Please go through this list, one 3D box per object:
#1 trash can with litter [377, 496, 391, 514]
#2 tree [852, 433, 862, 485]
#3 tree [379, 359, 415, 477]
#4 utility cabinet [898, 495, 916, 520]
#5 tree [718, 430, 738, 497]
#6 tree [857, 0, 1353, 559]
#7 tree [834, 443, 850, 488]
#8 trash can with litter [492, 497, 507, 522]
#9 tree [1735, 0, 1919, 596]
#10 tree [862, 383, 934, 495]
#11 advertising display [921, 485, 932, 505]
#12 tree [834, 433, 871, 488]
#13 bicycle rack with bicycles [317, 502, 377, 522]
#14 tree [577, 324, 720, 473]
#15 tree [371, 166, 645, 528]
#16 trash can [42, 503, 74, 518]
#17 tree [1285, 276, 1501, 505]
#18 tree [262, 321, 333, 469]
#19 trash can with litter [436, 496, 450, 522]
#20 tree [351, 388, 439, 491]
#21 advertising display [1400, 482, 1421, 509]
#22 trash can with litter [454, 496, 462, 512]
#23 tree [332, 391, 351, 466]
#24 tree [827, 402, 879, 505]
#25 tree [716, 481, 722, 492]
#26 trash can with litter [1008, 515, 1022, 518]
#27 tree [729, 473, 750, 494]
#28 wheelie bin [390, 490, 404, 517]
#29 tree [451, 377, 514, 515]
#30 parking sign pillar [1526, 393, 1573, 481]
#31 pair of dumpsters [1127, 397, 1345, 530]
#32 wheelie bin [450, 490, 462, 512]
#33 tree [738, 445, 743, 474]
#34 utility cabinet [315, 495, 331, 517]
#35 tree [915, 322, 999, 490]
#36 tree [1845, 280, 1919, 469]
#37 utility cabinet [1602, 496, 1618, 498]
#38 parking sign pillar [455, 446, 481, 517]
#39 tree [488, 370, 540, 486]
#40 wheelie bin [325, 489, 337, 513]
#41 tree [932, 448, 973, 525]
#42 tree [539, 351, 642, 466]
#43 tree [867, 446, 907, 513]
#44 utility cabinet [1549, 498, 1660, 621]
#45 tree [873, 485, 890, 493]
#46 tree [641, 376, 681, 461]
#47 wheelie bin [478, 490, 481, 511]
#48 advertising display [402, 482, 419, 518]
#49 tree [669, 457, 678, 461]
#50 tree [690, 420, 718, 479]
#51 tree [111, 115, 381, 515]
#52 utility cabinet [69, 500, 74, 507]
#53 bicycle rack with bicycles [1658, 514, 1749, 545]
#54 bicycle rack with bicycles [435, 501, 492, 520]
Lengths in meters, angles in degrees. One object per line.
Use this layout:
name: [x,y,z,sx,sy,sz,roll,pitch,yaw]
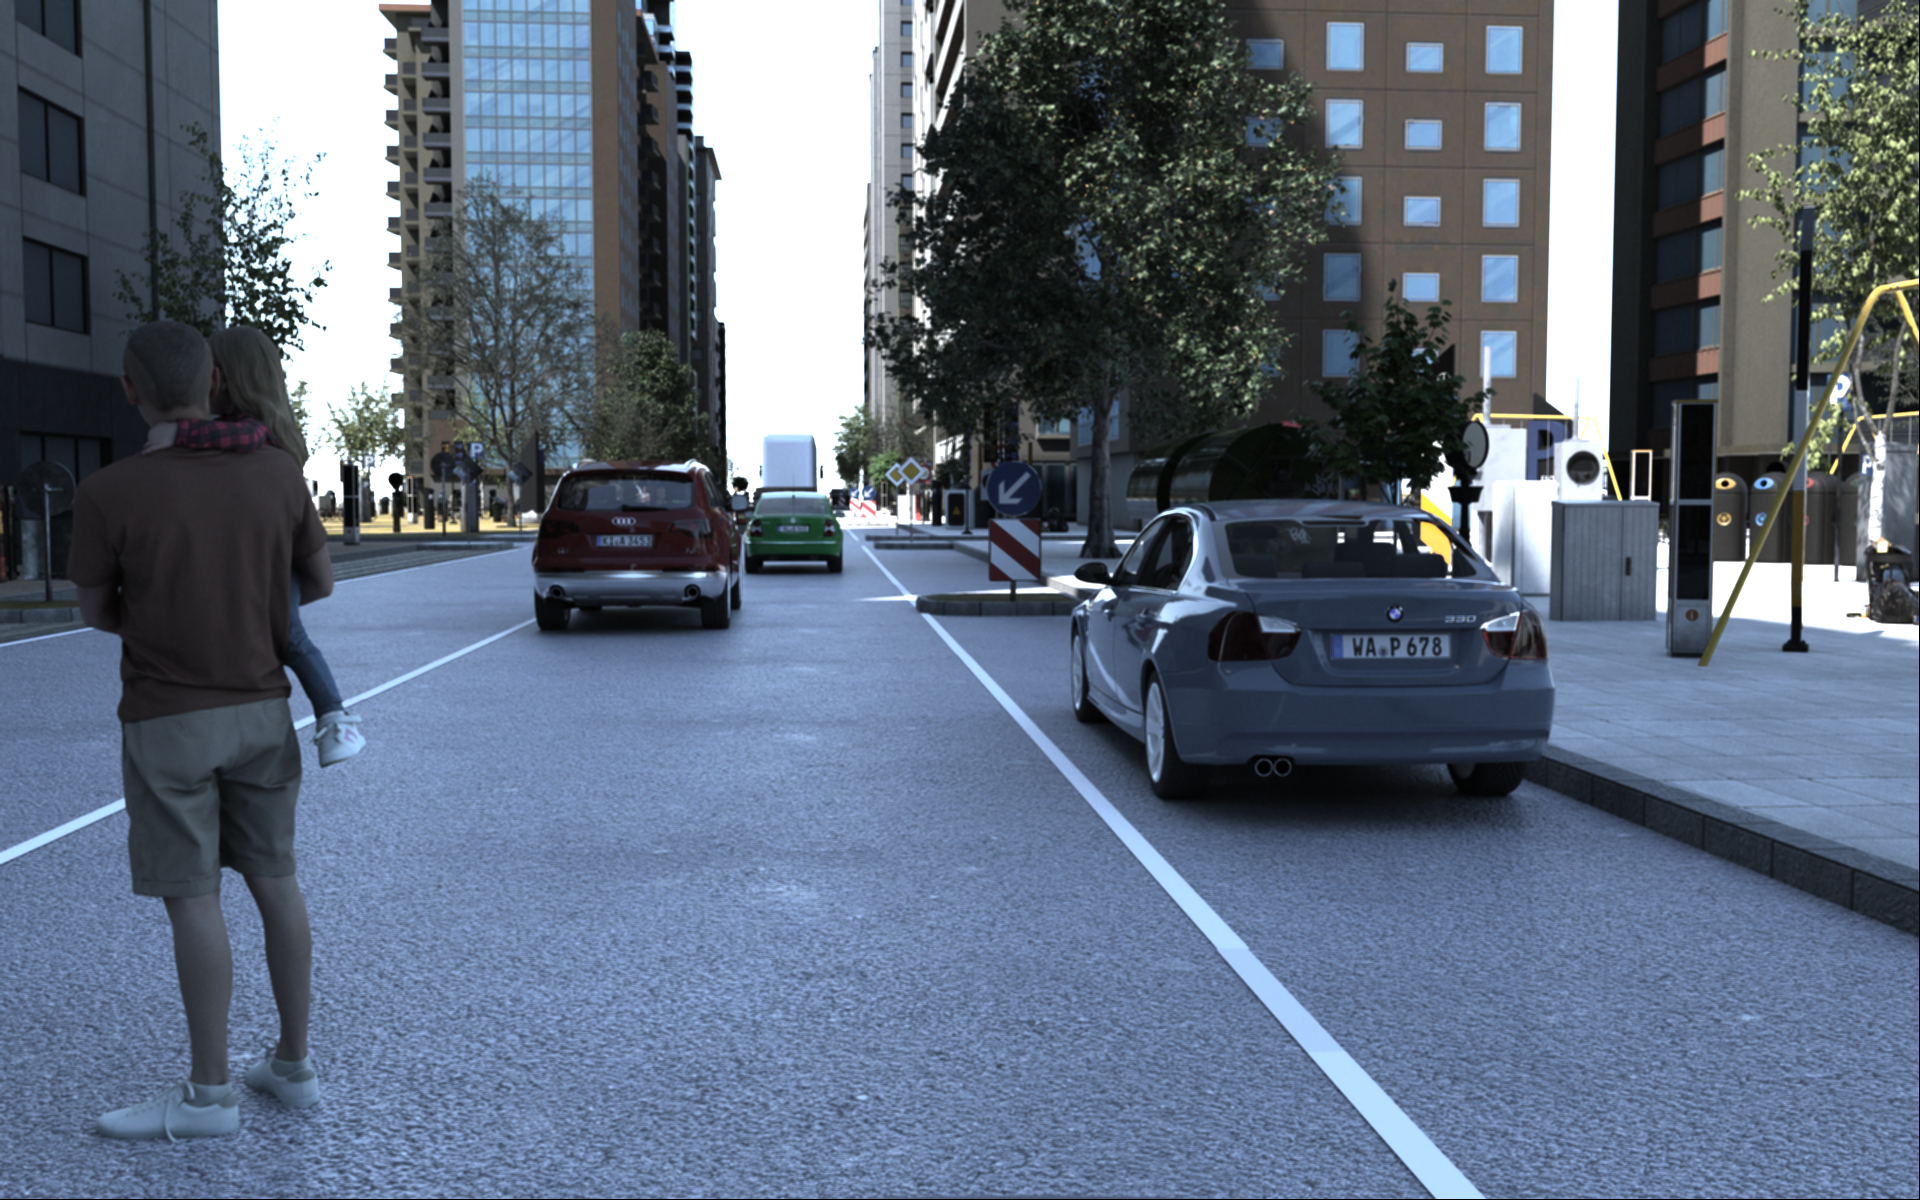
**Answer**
trash can with litter: [-36.400,-5.993,109.371,0.624,1.170,1.055,1,4,10]
tree: [-5.987,-11.432,137.278,4.360,8.622,3.978,0,3,0]
tree: [-30.882,-8.478,88.984,4.737,8.622,4.395,0,3,0]
utility cabinet: [-2.602,-4.528,85.200,1.020,1.237,0.306,1,4,12]
tree: [-26.516,-14.246,183.277,4.360,8.622,3.978,0,3,0]
tree: [2.837,-7.179,34.389,9.611,12.733,9.660,0,3,0]
tree: [-14.571,-17.116,230.206,4.360,8.622,3.978,0,3,0]
trash can with litter: [-20.749,-4.108,78.557,1.055,1.170,0.624,3,4,37]
tree: [11.744,-4.367,21.760,4.737,8.622,4.395,0,3,0]
tree: [-3.097,-9.714,109.182,4.360,8.622,3.978,0,3,0]
advertising display: [-2.184,-6.841,117.065,0.974,1.923,0.123,-1,4,-14]
tree: [-12.255,-15.289,200.338,4.737,8.622,4.395,0,3,0]
bicycle rack with bicycles: [-28.894,-4.156,81.337,2.925,0.926,2.852,-2,4,-28]
tree: [-21.026,-12.220,116.813,9.611,12.733,9.660,0,3,0]
tree: [-17.359,-9.522,66.050,12.009,13.543,11.850,0,3,0]
trash can: [-14.613,-1.014,28.233,0.748,1.137,0.748,0,3,0]
tree: [3.889,-1.280,15.536,1.663,3.219,1.824,0,3,0]
tree: [-30.312,-7.600,74.625,4.360,8.622,3.978,0,3,0]
trash can with litter: [-23.946,-4.214,80.283,0.624,1.170,1.055,-1,4,-15]
tree: [-36.754,-10.000,113.858,4.360,8.622,3.978,0,3,0]
advertising display: [11.180,-2.254,42.065,0.974,1.923,0.123,2,4,28]
trash can with litter: [-35.917,-6.863,123.604,1.055,1.170,0.624,-1,4,-9]
tree: [-41.091,-9.633,107.860,4.360,8.622,3.978,0,3,0]
tree: [-12.413,-17.986,212.194,7.486,12.596,7.792,0,3,0]
tree: [-28.811,-12.700,202.247,1.663,3.219,1.824,0,3,0]
trash can with litter: [2.159,-2.972,59.972,1.055,1.170,0.624,0,4,5]
tree: [-33.967,-17.336,267.160,4.285,4.588,4.351,0,3,0]
wheelie bin: [-31.093,-5.376,95.803,0.693,1.594,0.980,-2,4,-30]
tree: [-29.479,-9.569,106.813,4.737,8.622,4.395,0,3,0]
parking sign pillar: [15.610,-3.499,45.684,1.447,3.967,1.447,-3,4,-38]
pair of dumpsters: [3.036,-1.035,19.423,1.574,2.255,4.437,0,4,-5]
wheelie bin: [-36.254,-7.157,124.932,0.693,1.594,0.980,2,4,31]
tree: [-32.256,-17.800,241.388,4.360,8.622,3.978,0,3,0]
utility cabinet: [-35.475,-5.219,96.486,0.306,1.237,1.020,1,4,19]
tree: [-0.078,-7.095,66.358,4.737,8.622,4.395,0,3,0]
tree: [25.015,-5.711,43.743,4.360,8.622,3.978,0,3,0]
utility cabinet: [25.796,-3.564,69.431,0.306,1.237,1.020,-3,5,-42]
parking sign pillar: [-27.405,-6.605,96.459,1.447,3.967,1.447,0,4,-2]
tree: [-23.237,-8.911,96.054,4.360,8.622,3.978,0,3,0]
wheelie bin: [-43.353,-6.810,119.250,0.980,1.594,0.693,3,4,36]
tree: [-0.248,-4.769,72.567,1.663,3.219,1.824,0,3,0]
tree: [-18.557,-8.375,87.299,4.360,8.622,3.978,0,3,0]
tree: [-4.635,-8.165,117.219,4.285,4.588,4.351,0,3,0]
utility cabinet: [6.546,-0.394,17.596,1.020,1.237,0.306,0,4,-6]
tree: [-6.513,-9.166,144.468,1.663,3.219,1.824,0,3,0]
tree: [-19.878,-9.576,106.924,4.360,8.622,3.978,0,3,0]
wheelie bin: [-35.222,-7.244,126.339,0.980,1.594,0.693,-1,4,-13]
advertising display: [-29.941,-5.452,94.352,0.123,1.923,0.974,3,5,40]
tree: [-23.845,-9.823,144.315,4.285,4.588,4.351,0,3,0]
tree: [-24.962,-12.753,158.878,4.360,8.622,3.978,0,3,0]
tree: [-14.161,-5.107,33.868,4.737,8.622,4.395,0,3,0]
utility cabinet: [-15.144,-1.171,30.308,1.020,1.237,0.306,-1,4,-18]
bicycle rack with bicycles: [18.715,-1.836,43.400,2.852,0.926,2.925,-3,4,-37]
bicycle rack with bicycles: [-25.147,-4.467,86.414,2.925,0.926,2.852,0,4,6]
